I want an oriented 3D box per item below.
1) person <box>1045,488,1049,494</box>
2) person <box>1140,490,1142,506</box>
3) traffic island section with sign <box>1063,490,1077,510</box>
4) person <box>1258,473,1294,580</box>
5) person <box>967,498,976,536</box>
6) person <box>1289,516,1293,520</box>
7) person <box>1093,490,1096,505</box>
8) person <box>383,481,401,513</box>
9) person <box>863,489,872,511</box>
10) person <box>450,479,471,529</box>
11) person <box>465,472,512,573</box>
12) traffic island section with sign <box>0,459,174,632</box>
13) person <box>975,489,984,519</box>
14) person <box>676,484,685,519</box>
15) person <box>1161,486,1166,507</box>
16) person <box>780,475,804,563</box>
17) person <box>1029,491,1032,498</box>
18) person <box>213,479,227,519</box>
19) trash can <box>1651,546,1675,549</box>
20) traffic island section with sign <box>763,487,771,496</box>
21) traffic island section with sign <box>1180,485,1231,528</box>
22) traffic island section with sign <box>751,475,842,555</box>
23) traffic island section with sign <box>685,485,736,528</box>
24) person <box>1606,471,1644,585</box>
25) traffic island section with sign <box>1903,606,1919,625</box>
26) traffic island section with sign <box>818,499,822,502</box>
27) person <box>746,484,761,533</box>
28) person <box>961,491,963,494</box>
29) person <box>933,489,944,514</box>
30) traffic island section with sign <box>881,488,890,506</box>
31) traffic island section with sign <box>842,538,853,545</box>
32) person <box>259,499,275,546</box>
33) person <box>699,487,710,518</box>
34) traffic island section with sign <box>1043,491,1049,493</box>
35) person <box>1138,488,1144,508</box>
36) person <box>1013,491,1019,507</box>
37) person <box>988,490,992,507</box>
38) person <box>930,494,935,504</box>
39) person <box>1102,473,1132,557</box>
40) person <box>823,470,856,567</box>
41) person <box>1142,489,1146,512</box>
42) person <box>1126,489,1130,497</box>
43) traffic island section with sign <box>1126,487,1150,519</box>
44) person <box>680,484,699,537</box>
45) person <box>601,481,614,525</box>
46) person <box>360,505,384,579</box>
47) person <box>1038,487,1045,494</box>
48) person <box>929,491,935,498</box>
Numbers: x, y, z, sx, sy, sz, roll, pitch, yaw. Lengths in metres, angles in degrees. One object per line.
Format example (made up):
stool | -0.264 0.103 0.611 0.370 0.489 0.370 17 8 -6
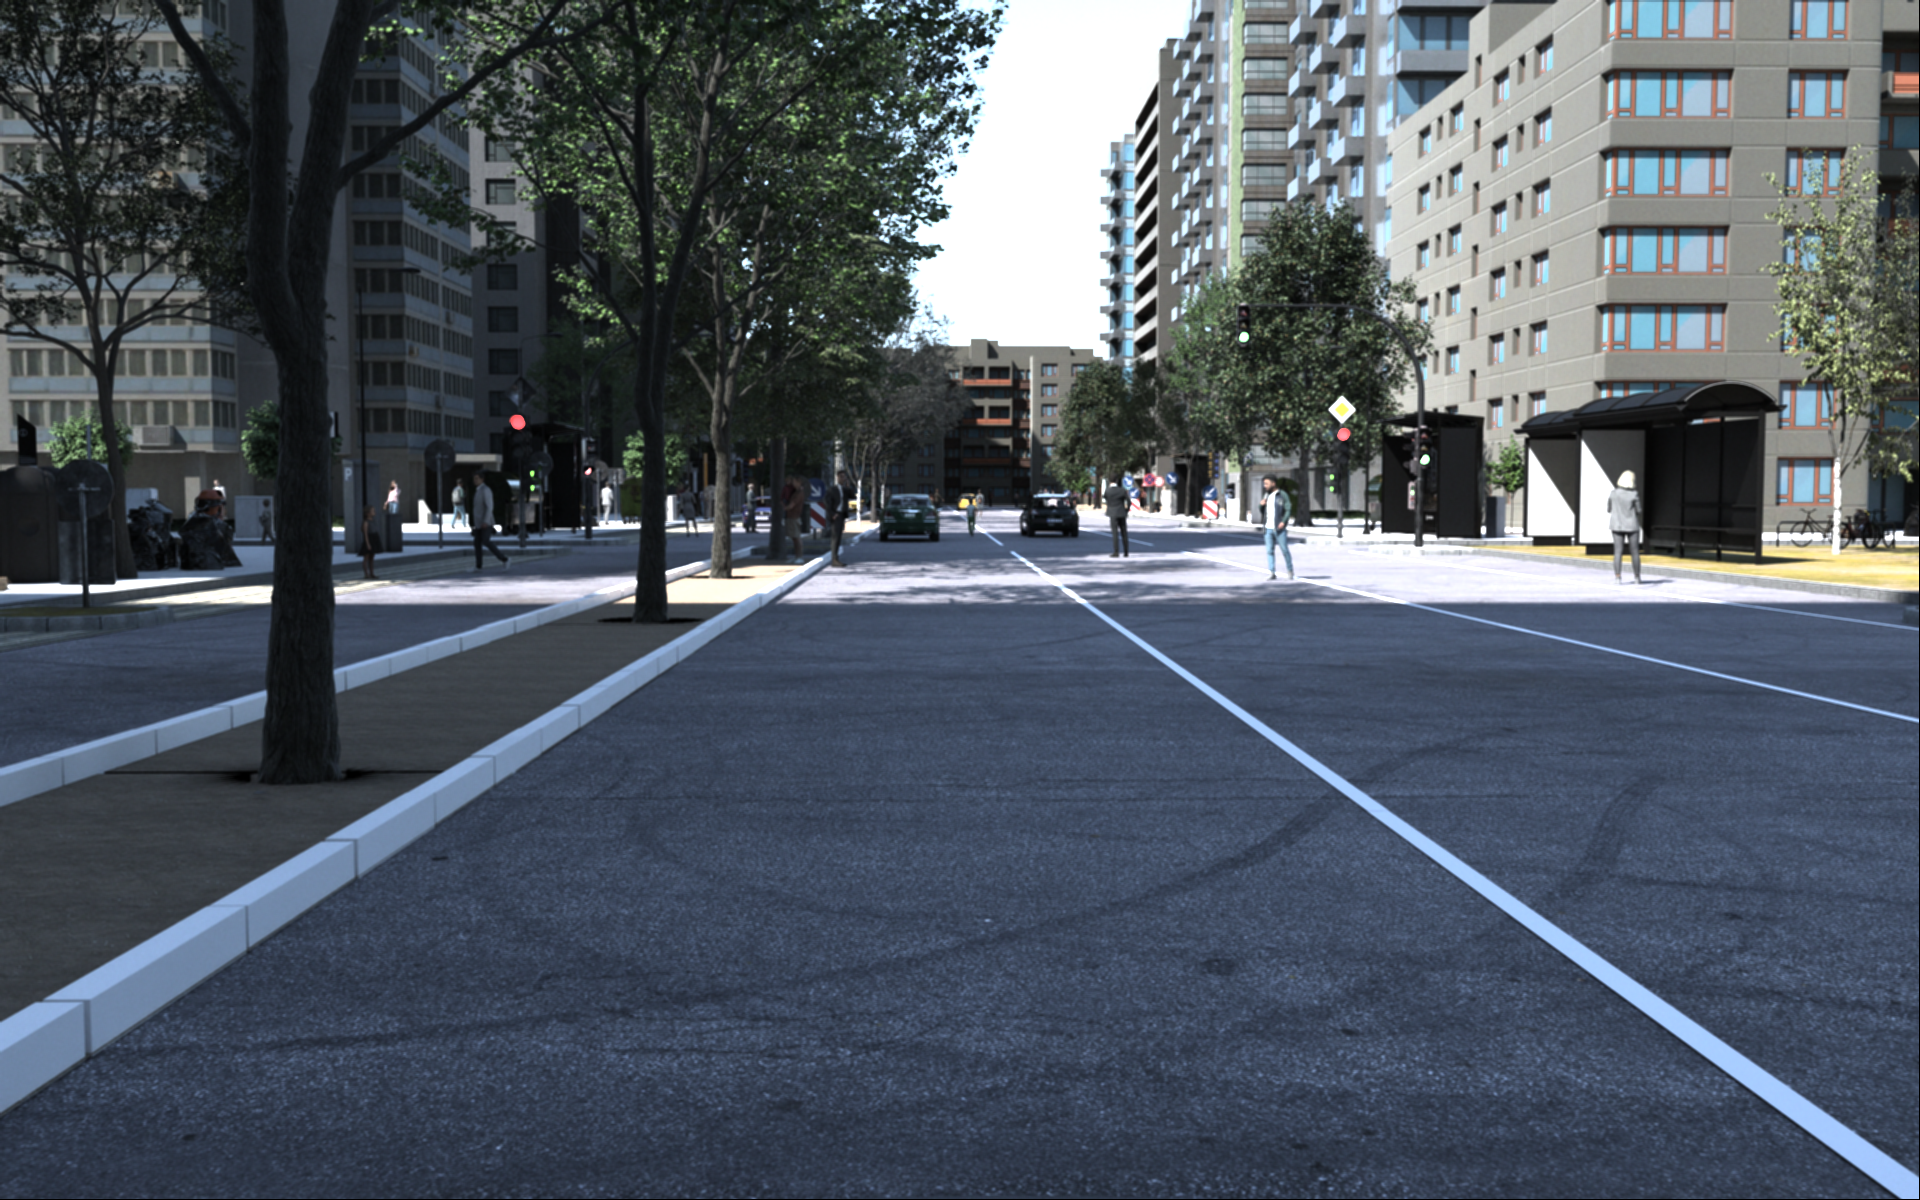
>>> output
person | 5.016 -5.708 102.011 0.511 1.800 0.466 1 4 21
person | 18.598 -10.517 178.678 0.721 1.739 1.217 3 4 36
traffic island section with sign | 9.194 -8.737 151.482 1.989 1.847 2.006 0 4 -1
person | 5.257 -1.225 28.883 0.623 1.781 0.721 2 4 33
person | 0.380 -2.815 58.776 0.306 1.304 0.590 0 4 0
person | 16.350 -4.819 85.408 0.480 1.755 0.524 3 5 44
person | 15.697 -11.919 201.607 1.217 1.739 0.721 1 4 10
person | -19.767 -3.294 60.489 0.593 1.750 0.643 1 4 18
person | -7.679 -8.546 148.210 1.348 1.826 0.705 -1 4 -17
person | -18.061 -3.451 62.454 0.713 1.824 0.794 -2 4 -32
person | -8.633 -1.425 31.641 0.795 1.843 0.661 -2 4 -30
traffic island section with sign | -9.756 -0.623 18.810 1.989 1.847 2.006 0 4 -1
person | 1.129 -5.501 99.447 0.512 1.701 0.522 0 4 -4
person | -14.173 -4.996 87.706 0.580 1.828 0.573 2 4 29
person | 14.659 -7.232 124.167 0.514 1.842 0.818 1 4 15
person | -3.436 -1.672 35.811 0.580 1.828 0.573 2 4 25
person | 7.576 -10.635 183.207 0.721 1.723 1.217 -2 4 -24
person | -26.657 -3.435 62.331 0.709 1.813 0.853 1 4 18
trash can | 16.407 -1.751 40.286 0.748 1.137 0.748 0 3 0
traffic island section with sign | -11.186 -5.690 101.666 1.989 1.847 2.006 0 4 -1
traffic island section with sign | 10.507 -4.024 74.420 1.989 1.847 2.006 0 4 -1
traffic island section with sign | -3.958 -2.055 41.740 2.006 1.907 1.989 0 4 -1
traffic island section with sign | -10.708 -4.033 74.571 1.989 1.847 2.006 0 4 -1
person | 10.565 -1.154 27.543 0.537 1.800 0.526 3 5 43
traffic island section with sign | 11.464 -0.619 18.755 1.989 1.847 2.006 0 4 -1
traffic island section with sign | -12.024 -8.723 151.254 1.989 1.847 2.006 0 4 -1
person | -7.655 -3.396 64.206 0.590 1.801 0.661 0 4 -6
person | 0.274 -11.559 197.420 0.705 1.831 1.348 0 4 -1
person | -1.643 -7.227 126.801 0.705 1.807 1.348 -3 4 -36
traffic island section with sign | -5.374 -7.103 124.274 2.006 1.907 1.989 0 4 -1
traffic island section with sign | -4.076 -2.508 49.146 2.006 1.907 1.989 0 4 -1
person | -18.061 -1.980 45.151 0.640 1.303 0.475 -1 4 -22
person | -13.691 -5.254 92.784 0.563 1.720 0.643 0 4 -1
traffic island section with sign | 8.722 -10.415 178.908 1.989 1.847 2.006 0 4 -1
person | 16.542 -9.232 156.944 0.705 1.831 1.348 -1 4 -20
person | 5.979 -10.821 186.139 0.721 1.736 1.217 -2 4 -26
person | 3.292 -11.105 190.027 0.705 1.831 1.348 -1 4 -14
person | -2.193 -7.466 133.827 1.065 1.426 0.557 0 4 -2
person | 3.556 -1.926 39.346 0.648 1.900 0.474 -1 4 -12
person | -2.355 -1.613 34.232 0.474 1.900 0.648 2 4 27
person | 13.489 -7.297 126.823 0.415 1.643 0.593 -3 5 -43
person | 16.818 -10.161 172.897 0.721 1.743 1.217 0 4 -5
traffic island section with sign | 10.039 -5.697 101.775 1.989 1.847 2.006 0 4 -1
person | -9.056 -3.005 57.980 0.599 1.781 0.374 -1 4 -10
person | -14.513 -3.997 71.592 0.606 1.804 0.583 1 4 22
person | -9.871 -0.974 29.093 0.373 1.253 0.362 1 4 22
person | 4.318 -5.096 91.917 0.850 1.850 0.679 -2 4 -30
person | -2.723 -9.780 169.116 0.721 1.736 1.217 2 4 28
